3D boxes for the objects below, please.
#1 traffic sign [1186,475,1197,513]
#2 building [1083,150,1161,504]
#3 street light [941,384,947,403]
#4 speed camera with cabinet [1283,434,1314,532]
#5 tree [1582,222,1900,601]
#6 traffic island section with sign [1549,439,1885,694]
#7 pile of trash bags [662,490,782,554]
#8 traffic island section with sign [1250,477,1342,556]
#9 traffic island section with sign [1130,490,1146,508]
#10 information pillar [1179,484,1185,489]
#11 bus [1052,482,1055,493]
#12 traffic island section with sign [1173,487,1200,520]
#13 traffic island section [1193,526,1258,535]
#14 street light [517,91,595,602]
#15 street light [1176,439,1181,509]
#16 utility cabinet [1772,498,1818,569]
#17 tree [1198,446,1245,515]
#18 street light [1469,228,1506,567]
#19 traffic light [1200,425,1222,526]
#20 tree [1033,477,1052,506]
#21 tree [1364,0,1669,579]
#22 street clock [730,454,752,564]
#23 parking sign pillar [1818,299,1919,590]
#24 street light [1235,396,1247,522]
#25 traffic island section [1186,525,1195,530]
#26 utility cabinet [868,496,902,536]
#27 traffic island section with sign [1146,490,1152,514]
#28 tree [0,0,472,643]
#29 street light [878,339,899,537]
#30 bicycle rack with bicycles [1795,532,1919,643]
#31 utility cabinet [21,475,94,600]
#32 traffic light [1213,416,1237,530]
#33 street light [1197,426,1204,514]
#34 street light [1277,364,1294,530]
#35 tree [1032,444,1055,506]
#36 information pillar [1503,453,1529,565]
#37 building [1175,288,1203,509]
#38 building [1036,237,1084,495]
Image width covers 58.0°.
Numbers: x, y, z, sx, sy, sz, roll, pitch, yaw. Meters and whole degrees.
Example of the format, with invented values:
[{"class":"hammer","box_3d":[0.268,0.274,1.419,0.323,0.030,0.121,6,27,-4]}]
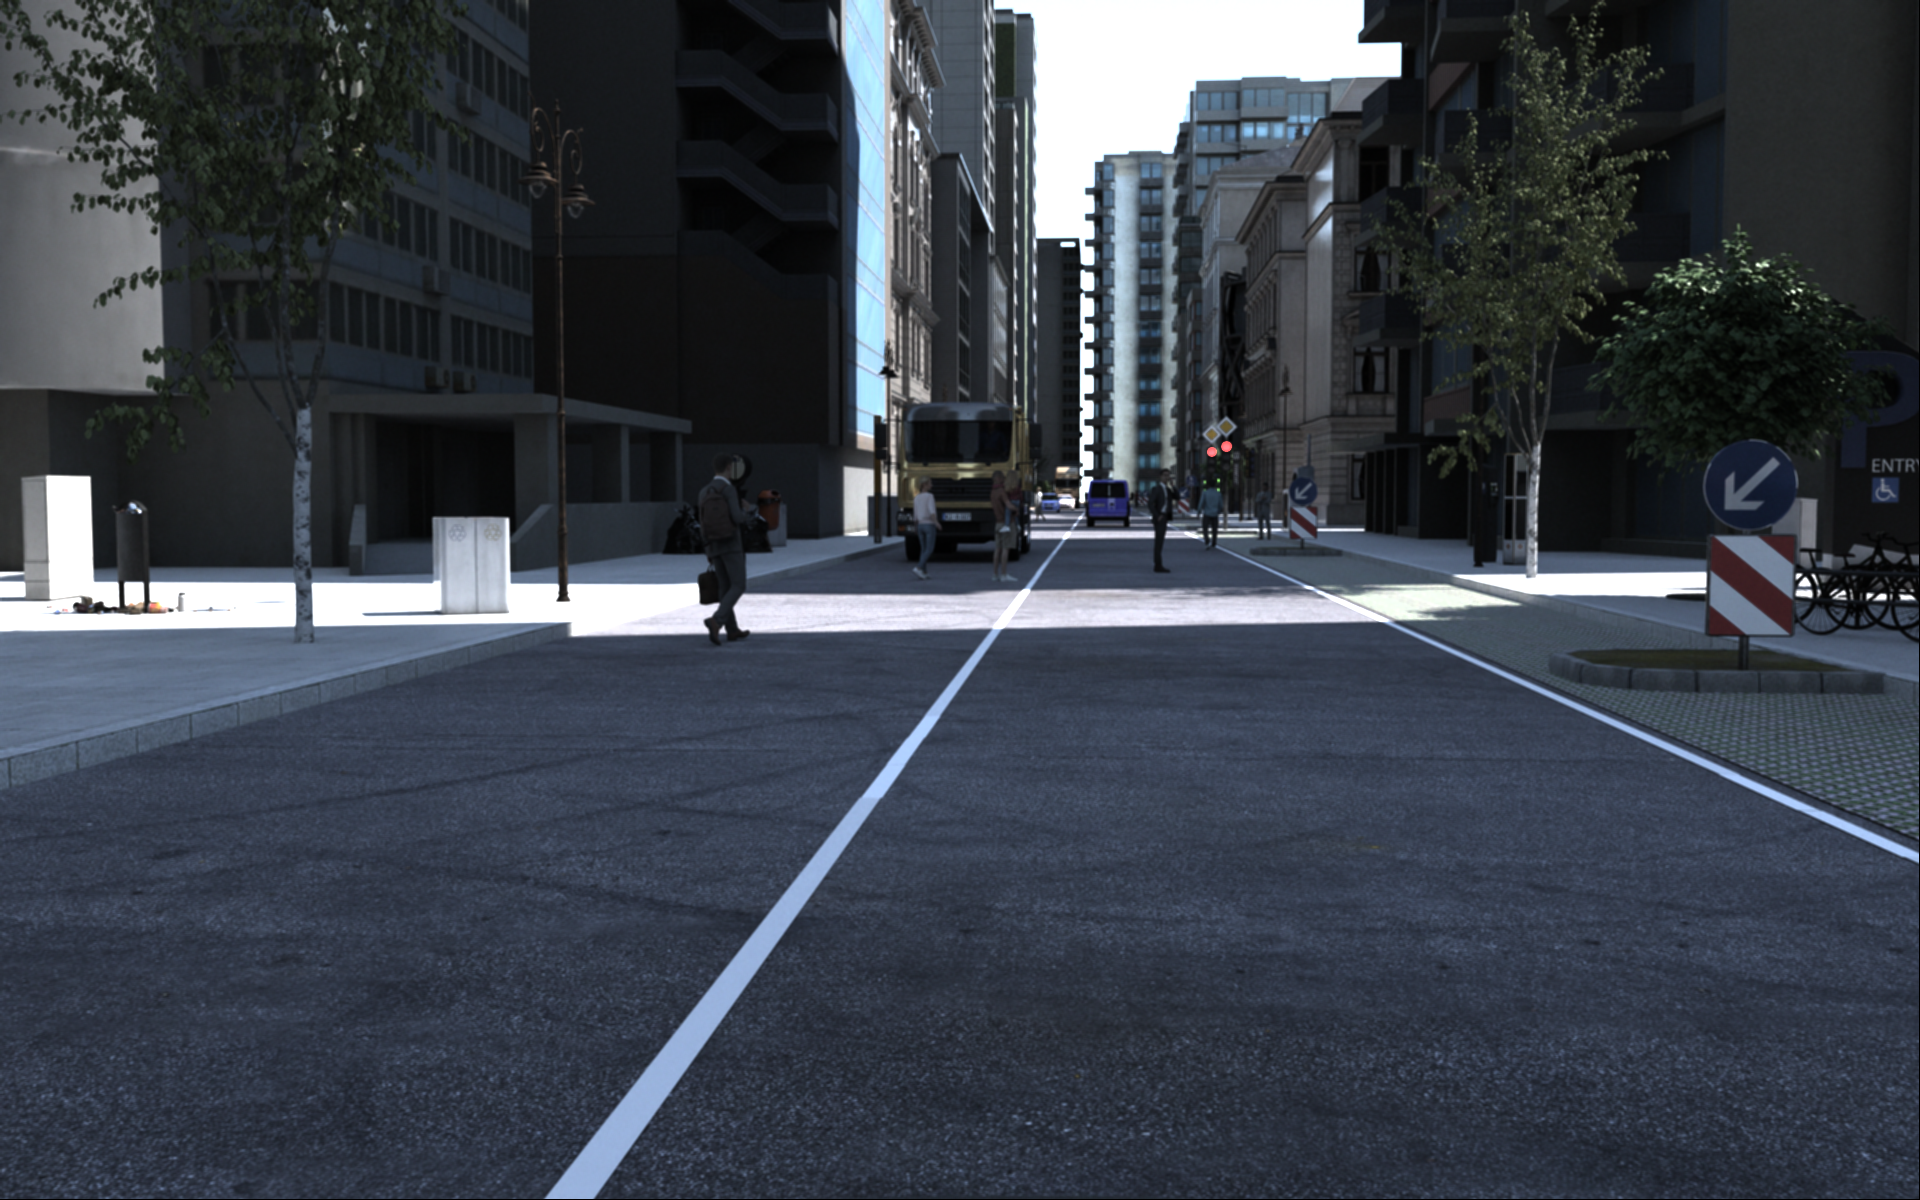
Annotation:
[{"class":"traffic sign","box_3d":[15.604,-7.139,116.831,0.768,2.556,0.104,1,4,12]},{"class":"building","box_3d":[32.456,-37.944,239.995,30.456,49.044,23.786,0,4,5]},{"class":"street light","box_3d":[-0.615,-6.024,71.275,0.468,5.910,1.993,0,4,5]},{"class":"speed camera with cabinet","box_3d":[11.301,-3.887,57.893,0.660,3.252,2.038,0,4,-2]},{"class":"tree","box_3d":[9.387,-2.289,21.147,4.285,4.588,4.351,0,3,0]},{"class":"traffic island section with sign","box_3d":[5.673,-0.287,13.319,1.989,1.847,2.006,0,4,5]},{"class":"pile of trash bags","box_3d":[-4.953,-1.738,38.171,1.912,1.369,3.447,2,4,25]},{"class":"traffic island section with sign","box_3d":[7.844,-1.955,40.591,1.989,1.847,2.006,0,4,5]},{"class":"traffic island section with sign","box_3d":[20.503,-11.654,199.162,1.989,1.847,2.006,0,4,5]},{"class":"information pillar","box_3d":[16.247,-7.486,126.883,0.304,2.012,0.304,-1,4,-18]},{"class":"bus","box_3d":[12.156,-12.365,197.035,2.948,3.499,13.247,0,4,5]},{"class":"traffic island section with sign","box_3d":[12.290,-5.363,96.319,1.989,1.847,2.006,0,4,5]},{"class":"traffic island section","box_3d":[9.569,-2.450,62.340,2.009,0.180,2.903,0,4,5]},{"class":"street light","box_3d":[-4.725,-2.916,20.457,0.468,5.910,1.993,0,4,5]},{"class":"street light","box_3d":[18.170,-10.477,144.084,0.468,5.910,1.993,0,4,5]},{"class":"utility cabinet","box_3d":[14.245,-1.127,29.581,0.306,1.237,1.020,0,4,0]},{"class":"tree","box_3d":[16.343,-7.517,106.625,4.285,4.588,4.351,0,3,0]},{"class":"street light","box_3d":[9.143,-3.521,30.360,0.468,5.910,1.993,0,4,5]},{"class":"traffic light","box_3d":[10.165,-4.971,70.189,0.839,4.253,0.868,0,4,5]},{"class":"tree","box_3d":[8.683,-11.961,190.160,1.663,3.219,1.824,0,3,0]},{"class":"tree","box_3d":[8.617,-4.647,26.344,4.737,8.622,4.395,0,3,0]},{"class":"street clock","box_3d":[-4.033,-1.647,31.499,0.471,2.002,0.358,2,4,27]},{"class":"parking sign pillar","box_3d":[12.625,-2.157,23.736,1.447,3.967,1.447,1,4,10]},{"class":"street light","box_3d":[13.057,-6.582,80.409,0.468,5.910,1.993,0,4,5]},{"class":"traffic island section","box_3d":[10.205,-2.937,70.300,2.009,0.180,2.903,0,4,5]},{"class":"utility cabinet","box_3d":[-2.319,-2.587,53.467,1.020,1.237,0.306,1,4,14]},{"class":"traffic island section with sign","box_3d":[14.484,-7.045,123.805,1.989,1.847,2.006,0,4,5]},{"class":"tree","box_3d":[-5.845,-3.946,14.883,4.737,8.622,4.395,0,3,0]},{"class":"street light","box_3d":[-2.131,-4.834,51.829,0.468,5.910,1.993,0,4,5]},{"class":"bicycle rack with bicycles","box_3d":[8.546,-0.146,15.765,2.852,0.926,2.925,-3,4,-36]},{"class":"utility cabinet","box_3d":[-11.037,-0.765,21.184,0.318,1.500,1.173,0,4,-3]},{"class":"traffic light","box_3d":[9.530,-4.484,62.229,0.839,4.253,0.868,0,4,5]},{"class":"street light","box_3d":[15.635,-8.547,112.534,0.468,5.910,1.993,0,4,5]},{"class":"street light","box_3d":[11.575,-5.438,61.701,0.468,5.910,1.993,0,4,5]},{"class":"tree","box_3d":[7.844,-14.374,185.383,4.360,8.622,3.978,0,3,0]},{"class":"information pillar","box_3d":[10.041,-1.640,31.299,0.304,2.012,0.304,-1,4,-21]},{"class":"building","box_3d":[34.381,-19.209,159.105,27.650,21.520,28.899,0,4,5]},{"class":"building","box_3d":[5.529,-33.896,246.074,23.993,40.220,32.217,0,4,5]}]
